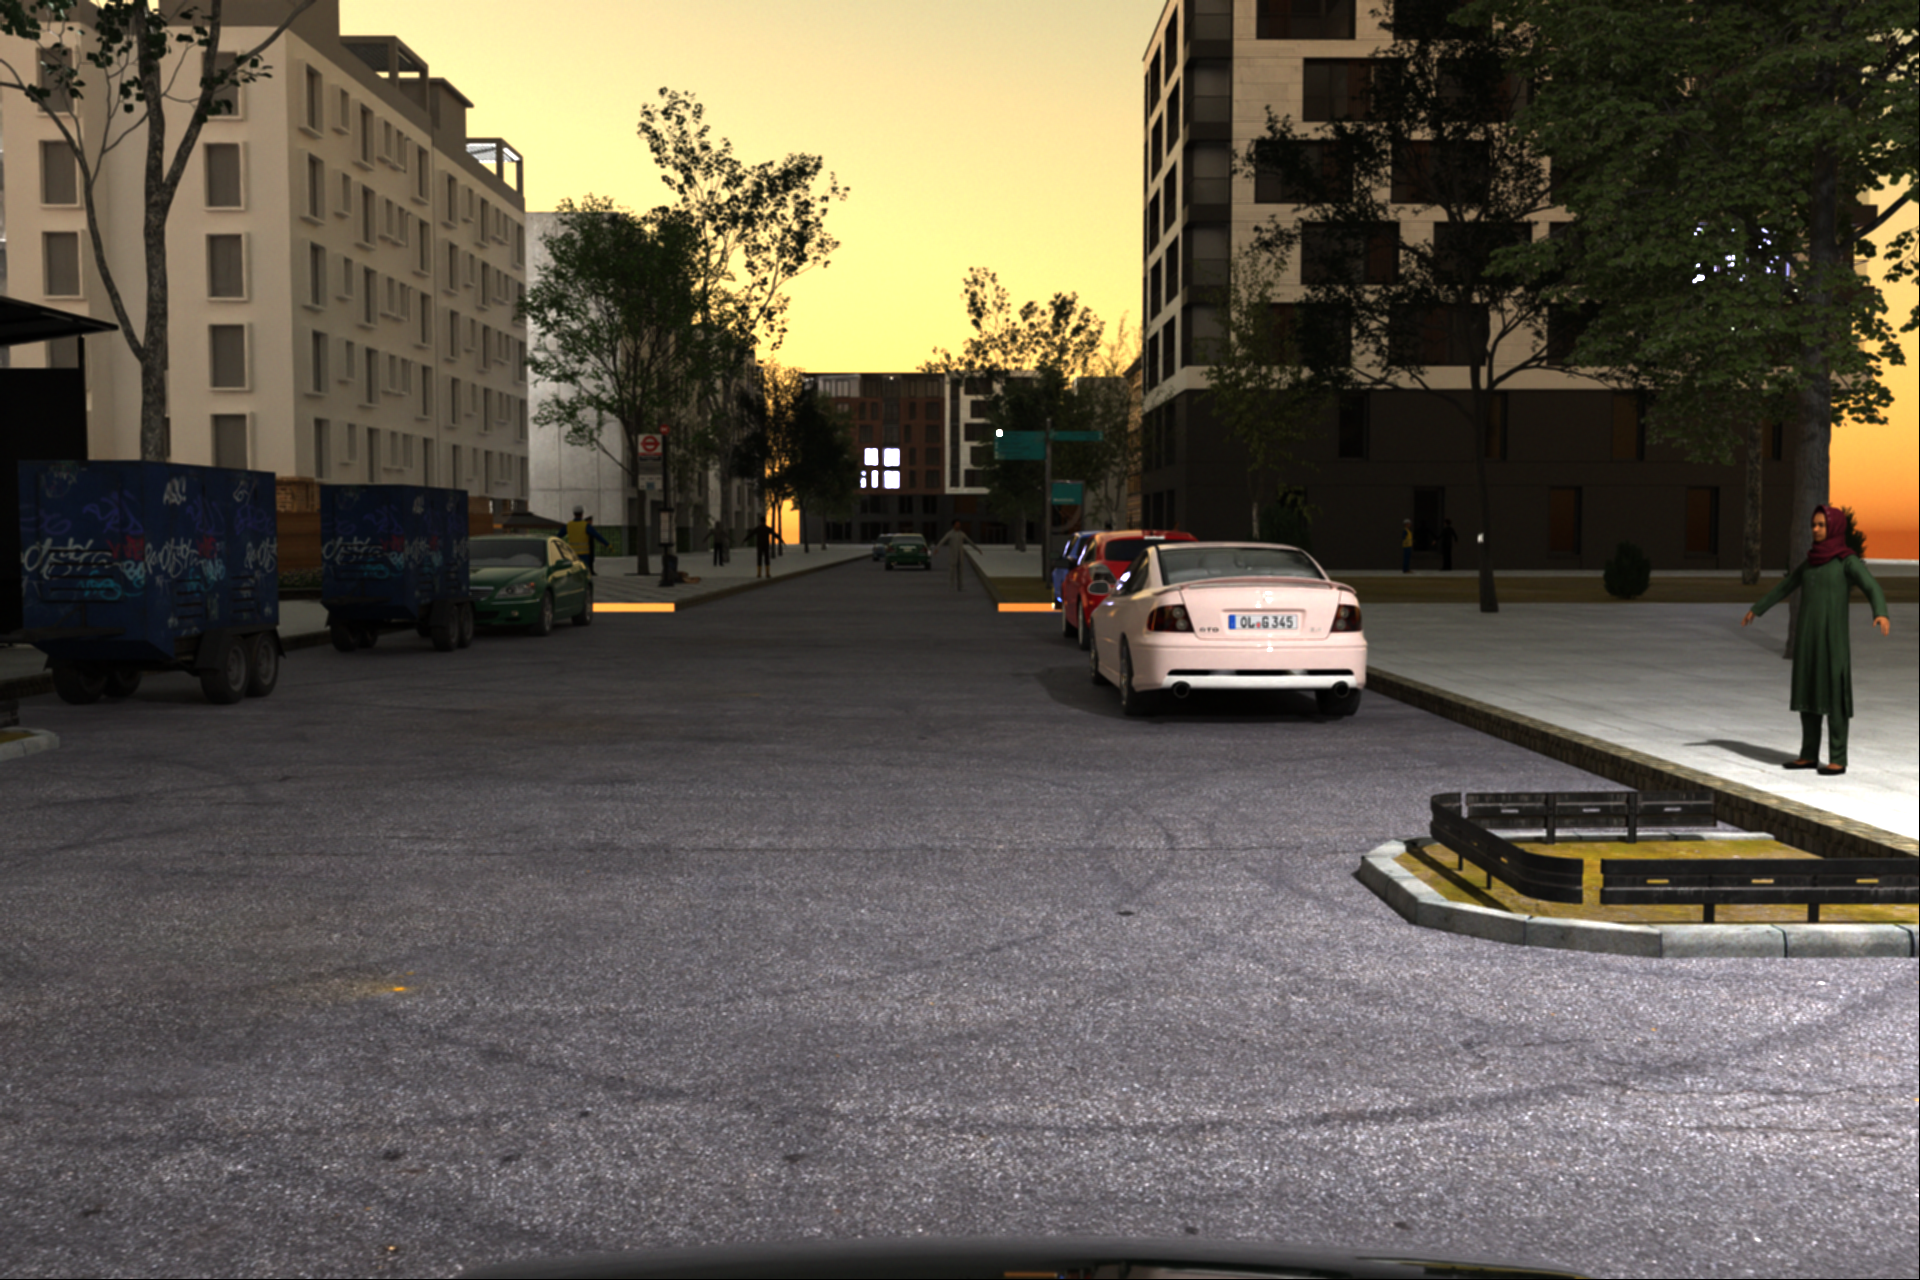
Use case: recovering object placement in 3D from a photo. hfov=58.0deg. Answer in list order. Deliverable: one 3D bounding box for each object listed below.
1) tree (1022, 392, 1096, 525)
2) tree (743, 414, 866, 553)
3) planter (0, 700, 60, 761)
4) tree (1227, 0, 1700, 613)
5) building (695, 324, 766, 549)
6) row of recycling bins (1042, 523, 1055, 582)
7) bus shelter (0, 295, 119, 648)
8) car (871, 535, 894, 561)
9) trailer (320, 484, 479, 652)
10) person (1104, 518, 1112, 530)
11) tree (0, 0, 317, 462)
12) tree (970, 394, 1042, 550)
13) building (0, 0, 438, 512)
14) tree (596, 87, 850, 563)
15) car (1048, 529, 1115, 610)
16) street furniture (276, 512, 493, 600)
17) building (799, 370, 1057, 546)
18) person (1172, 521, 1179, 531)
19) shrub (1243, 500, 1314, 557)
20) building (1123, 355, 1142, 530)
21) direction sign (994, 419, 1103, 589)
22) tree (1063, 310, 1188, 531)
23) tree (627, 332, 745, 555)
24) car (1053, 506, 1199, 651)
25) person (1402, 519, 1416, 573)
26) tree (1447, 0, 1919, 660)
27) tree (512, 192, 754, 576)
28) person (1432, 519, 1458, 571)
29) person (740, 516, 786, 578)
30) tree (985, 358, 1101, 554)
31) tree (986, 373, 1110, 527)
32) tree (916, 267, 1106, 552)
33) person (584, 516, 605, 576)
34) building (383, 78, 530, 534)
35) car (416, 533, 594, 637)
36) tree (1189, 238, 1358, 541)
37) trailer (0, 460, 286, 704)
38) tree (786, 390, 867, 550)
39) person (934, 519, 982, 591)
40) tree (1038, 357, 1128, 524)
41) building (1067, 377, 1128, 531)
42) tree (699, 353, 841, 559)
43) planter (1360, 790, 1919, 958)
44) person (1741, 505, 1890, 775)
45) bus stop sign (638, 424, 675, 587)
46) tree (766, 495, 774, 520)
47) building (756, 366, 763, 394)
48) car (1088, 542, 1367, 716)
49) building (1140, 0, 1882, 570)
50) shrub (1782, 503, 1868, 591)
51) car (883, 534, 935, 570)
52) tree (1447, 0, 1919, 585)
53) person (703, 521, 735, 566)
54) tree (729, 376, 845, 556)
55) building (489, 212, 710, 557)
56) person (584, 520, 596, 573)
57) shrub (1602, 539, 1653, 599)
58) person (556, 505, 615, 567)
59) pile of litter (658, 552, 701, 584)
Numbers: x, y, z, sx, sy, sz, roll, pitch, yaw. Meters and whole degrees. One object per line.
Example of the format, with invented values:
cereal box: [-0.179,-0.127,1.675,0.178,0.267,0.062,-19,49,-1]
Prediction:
tree: [4.930,-8.543,90.047,4.360,8.622,3.978,0,3,0]
tree: [-10.611,-11.276,118.776,8.767,10.594,7.601,-1,4,-23]
planter: [-7.038,0.611,11.144,1.991,0.319,1.994,0,4,0]
tree: [8.413,-5.744,28.323,7.601,10.594,8.767,2,4,32]
building: [-28.447,-18.065,161.813,16.747,18.905,31.486,0,4,1]
row of recycling bins: [2.735,-2.457,47.288,1.069,1.692,3.534,0,4,-1]
bus shelter: [-10.301,-1.543,16.507,1.731,3.624,6.357,0,4,0]
car: [-3.746,-4.955,93.010,2.014,1.417,4.499,0,4,0]
trailer: [-6.880,-0.834,20.689,1.471,1.999,3.904,0,4,0]
person: [5.426,-3.539,63.626,1.354,1.858,0.705,-3,5,-43]
tree: [-12.329,-10.536,28.148,12.611,20.169,13.585,0,3,0]
tree: [4.682,-13.445,137.947,7.486,12.596,7.792,0,3,0]
building: [-25.877,-12.239,56.523,16.016,20.090,11.380,0,4,-1]
tree: [-11.873,-13.490,76.451,12.611,20.169,13.585,0,3,0]
car: [2.608,-1.352,31.692,1.945,1.707,3.694,0,4,-1]
street furniture: [-14.155,-1.807,36.399,9.812,1.723,11.010,-3,4,-38]
building: [-3.841,-23.339,228.029,32.646,21.610,27.936,0,4,1]
person: [7.551,-3.244,59.842,0.721,1.733,1.217,3,4,37]
shrub: [6.809,-2.015,37.363,1.690,2.028,1.600,0,3,0]
building: [24.981,-19.767,154.124,19.493,23.208,18.063,0,4,0]
direction sign: [2.069,-3.108,39.581,2.525,3.948,1.411,0,4,-2]
tree: [4.973,-6.563,57.674,4.360,8.622,3.978,0,3,0]
tree: [-10.702,-6.941,63.851,4.360,8.622,3.978,0,3,0]
car: [2.338,-0.840,22.781,2.155,1.783,4.494,0,4,-1]
person: [14.746,-3.078,56.795,0.721,1.772,1.216,2,4,29]
tree: [8.622,-6.044,16.953,7.486,12.596,7.792,0,3,0]
tree: [-9.994,-7.820,53.606,9.928,11.665,9.643,0,3,0]
person: [16.997,-3.322,60.498,1.347,1.806,0.705,-3,4,-37]
person: [-5.815,-2.756,51.206,1.346,1.812,0.704,0,4,-5]
tree: [5.468,-11.822,111.424,7.486,12.596,7.792,0,3,0]
tree: [5.160,-10.086,99.315,7.601,10.594,8.767,-1,4,-15]
tree: [3.146,-16.430,124.521,12.611,20.169,13.585,0,3,0]
person: [-11.417,-2.906,53.450,0.705,1.837,1.347,1,4,20]
building: [-26.346,-13.264,73.279,16.016,20.090,11.380,0,4,-1]
car: [-6.689,-0.852,25.725,2.131,1.459,4.920,0,4,-1]
tree: [7.479,-5.661,42.926,4.737,8.622,4.395,0,3,0]
trailer: [-6.795,-0.434,14.151,1.471,1.999,3.904,0,4,0]
tree: [-11.110,-13.384,136.959,7.486,12.596,7.792,0,3,0]
person: [-0.078,-2.128,43.437,1.347,1.806,0.705,-2,4,-27]
tree: [4.905,-7.487,72.774,4.737,8.622,4.395,0,3,0]
building: [21.379,-20.590,203.100,16.747,18.905,31.486,0,3,0]
tree: [-9.909,-9.524,90.129,8.767,10.594,7.601,1,4,13]
planter: [2.662,0.875,6.838,1.991,0.319,1.994,0,4,-1]
person: [4.598,-0.006,9.313,0.599,1.438,0.989,-1,4,-18]
bus stop sign: [-7.403,-3.274,42.237,0.855,3.939,0.416,0,4,1]
tree: [-25.743,-16.876,226.276,4.737,8.622,4.395,0,3,0]
building: [-26.948,-20.002,183.452,16.016,20.090,11.380,0,4,-1]
car: [2.195,-0.163,15.033,2.083,1.381,4.827,0,4,-1]
building: [21.783,-14.273,77.335,27.936,21.610,32.646,0,4,0]
shrub: [17.715,-1.899,35.465,1.690,2.028,1.600,0,3,0]
car: [-2.078,-3.562,70.033,2.131,1.459,4.920,0,4,-1]
tree: [18.973,-11.530,44.413,12.611,20.169,13.585,0,3,0]
person: [-9.729,-3.890,69.728,1.348,1.813,0.705,1,4,14]
tree: [-10.348,-10.201,101.198,8.767,10.594,7.601,2,4,24]
building: [-26.922,-14.963,111.104,16.747,18.905,31.486,0,4,0]
person: [-12.171,-3.092,56.688,1.347,1.817,0.704,1,4,14]
shrub: [13.155,-1.410,34.178,1.383,1.207,1.383,0,3,0]
person: [-7.303,-1.668,33.241,1.349,1.833,0.705,0,4,5]
pile of litter: [-7.368,-1.924,45.430,1.176,0.858,1.719,0,4,1]
